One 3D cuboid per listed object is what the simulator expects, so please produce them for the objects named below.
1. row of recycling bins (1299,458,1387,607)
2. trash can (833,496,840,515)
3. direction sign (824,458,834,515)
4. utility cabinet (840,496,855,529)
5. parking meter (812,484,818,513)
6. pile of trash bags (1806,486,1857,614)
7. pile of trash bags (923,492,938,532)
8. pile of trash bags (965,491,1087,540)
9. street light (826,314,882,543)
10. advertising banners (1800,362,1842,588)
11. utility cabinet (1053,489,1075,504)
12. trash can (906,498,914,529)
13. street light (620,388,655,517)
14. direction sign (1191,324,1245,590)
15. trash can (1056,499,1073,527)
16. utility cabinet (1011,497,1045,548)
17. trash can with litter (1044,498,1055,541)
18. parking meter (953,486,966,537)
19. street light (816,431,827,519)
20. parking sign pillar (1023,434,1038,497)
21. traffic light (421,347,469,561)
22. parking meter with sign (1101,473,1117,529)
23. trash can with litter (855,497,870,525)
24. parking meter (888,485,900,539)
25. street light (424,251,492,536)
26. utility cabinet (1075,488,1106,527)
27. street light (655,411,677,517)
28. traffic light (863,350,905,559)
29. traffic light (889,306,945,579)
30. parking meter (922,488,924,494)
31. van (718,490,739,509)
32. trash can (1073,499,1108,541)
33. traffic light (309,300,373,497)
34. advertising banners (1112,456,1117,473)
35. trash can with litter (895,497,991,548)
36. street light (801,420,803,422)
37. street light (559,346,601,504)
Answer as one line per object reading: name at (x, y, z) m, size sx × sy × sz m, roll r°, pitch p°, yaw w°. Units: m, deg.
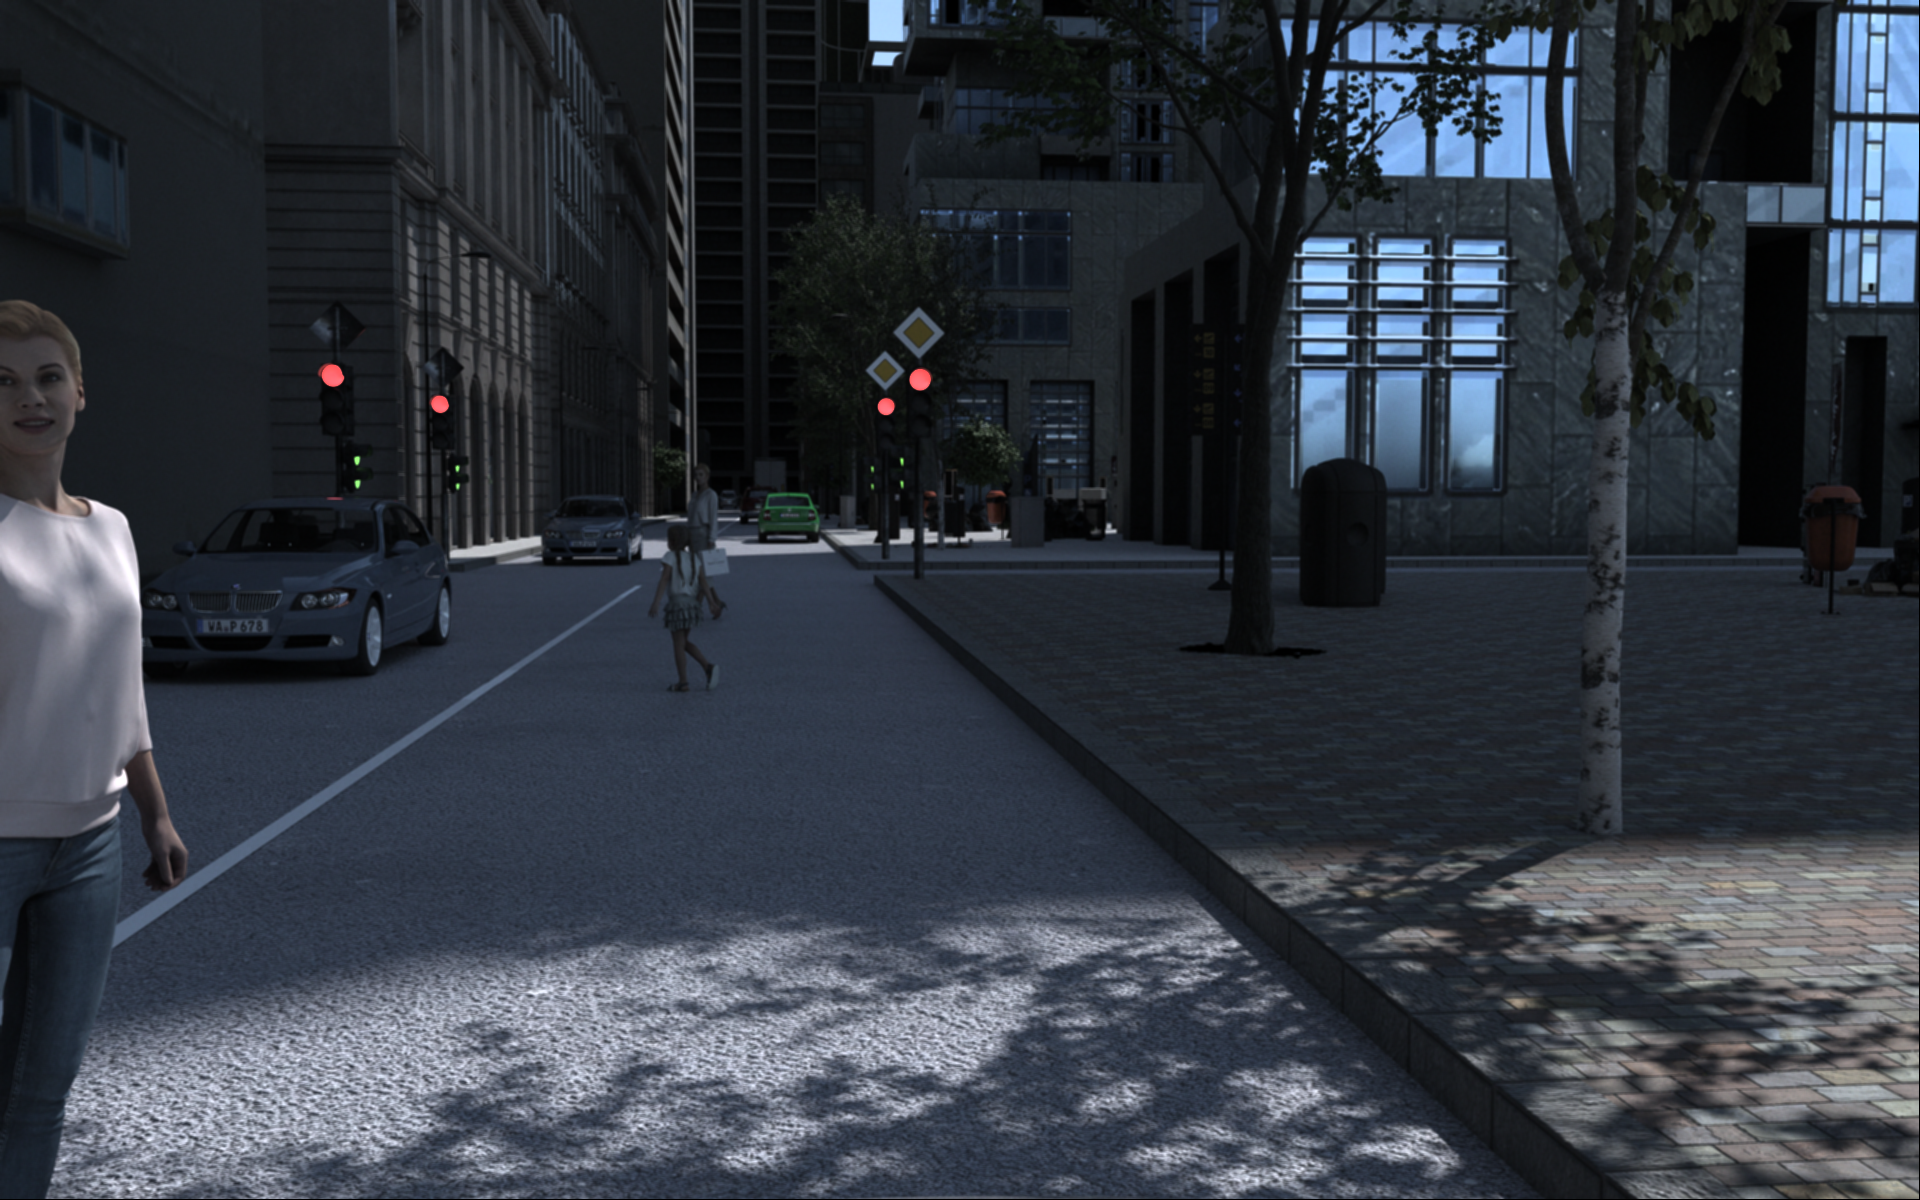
row of recycling bins at (4.699, -0.863, 21.216) m, size 1.069 × 1.692 × 3.534 m, roll 1°, pitch 4°, yaw 15°
trash can at (-7.263, -5.673, 104.405) m, size 0.748 × 1.137 × 0.748 m, roll 0°, pitch 3°, yaw 0°
direction sign at (-8.191, -7.103, 108.134) m, size 0.876 × 3.537 × 0.379 m, roll 3°, pitch 5°, yaw 41°
utility cabinet at (-4.133, -3.222, 63.840) m, size 0.306 × 1.237 × 1.020 m, roll 1°, pitch 4°, yaw 14°
parking meter at (-8.164, -5.619, 97.586) m, size 0.255 × 1.863 × 0.399 m, roll -2°, pitch 4°, yaw -34°
pile of trash bags at (10.708, -0.515, 18.168) m, size 3.447 × 1.369 × 1.912 m, roll 2°, pitch 4°, yaw 23°
pile of trash bags at (-0.366, -3.058, 59.747) m, size 1.912 × 1.369 × 3.447 m, roll -2°, pitch 4°, yaw -32°
pile of trash bags at (2.084, -2.442, 49.684) m, size 3.447 × 1.369 × 1.912 m, roll -3°, pitch 5°, yaw -42°
street light at (-2.634, -4.428, 44.939) m, size 1.470 × 5.913 × 1.316 m, roll 0°, pitch 4°, yaw -6°
advertising banners at (11.923, -1.700, 23.983) m, size 0.090 × 3.025 × 2.074 m, roll 1°, pitch 4°, yaw 16°
utility cabinet at (4.487, -4.116, 75.976) m, size 1.173 × 1.500 × 0.318 m, roll -1°, pitch 4°, yaw -22°
trash can at (-1.641, -3.229, 64.452) m, size 0.748 × 1.137 × 0.748 m, roll 0°, pitch 3°, yaw 0°
street light at (-14.241, -6.305, 75.629) m, size 1.470 × 5.913 × 1.316 m, roll 0°, pitch 4°, yaw -6°
direction sign at (3.514, -1.904, 23.129) m, size 0.876 × 3.537 × 0.379 m, roll 0°, pitch 4°, yaw -4°
trash can at (3.367, -2.614, 54.397) m, size 0.748 × 1.137 × 0.748 m, roll 0°, pitch 3°, yaw 0°
utility cabinet at (1.625, -1.865, 41.661) m, size 0.306 × 1.237 × 1.020 m, roll 3°, pitch 4°, yaw 37°
trash can with litter at (2.088, -2.178, 47.000) m, size 0.624 × 1.170 × 1.055 m, roll -3°, pitch 5°, yaw -40°
parking meter at (-0.030, -2.635, 51.494) m, size 0.372 × 1.533 × 0.369 m, roll 0°, pitch 3°, yaw 0°
street light at (-5.112, -5.745, 66.467) m, size 1.470 × 5.913 × 1.316 m, roll 0°, pitch 4°, yaw -6°
parking sign pillar at (3.170, -5.454, 77.646) m, size 1.447 × 3.967 × 1.447 m, roll 1°, pitch 4°, yaw 14°
traffic light at (-9.846, -2.702, 33.099) m, size 0.839 × 4.253 × 0.868 m, roll 0°, pitch 4°, yaw -6°
parking meter with sign at (5.930, -4.139, 63.939) m, size 1.738 × 3.016 × 0.543 m, roll 1°, pitch 4°, yaw 9°
trash can with litter at (-3.950, -3.717, 72.159) m, size 0.624 × 1.170 × 1.055 m, roll 2°, pitch 4°, yaw 26°
parking meter at (-1.892, -2.488, 49.084) m, size 0.372 × 1.533 × 0.369 m, roll 0°, pitch 3°, yaw 0°
street light at (-9.665, -3.713, 33.255) m, size 1.470 × 5.913 × 1.316 m, roll 0°, pitch 4°, yaw -6°
utility cabinet at (5.054, -3.524, 66.293) m, size 0.318 × 1.500 × 1.173 m, roll -3°, pitch 5°, yaw -43°
street light at (-16.483, -7.600, 96.807) m, size 1.470 × 5.913 × 1.316 m, roll 0°, pitch 4°, yaw -6°
traffic light at (-1.484, -2.757, 34.001) m, size 0.839 × 4.253 × 0.868 m, roll 0°, pitch 4°, yaw -6°
traffic light at (-0.639, -2.272, 26.060) m, size 0.839 × 4.253 × 0.868 m, roll 0°, pitch 4°, yaw -6°
parking meter at (-1.649, -3.795, 70.466) m, size 0.372 × 1.533 × 0.369 m, roll 0°, pitch 3°, yaw 0°
van at (-22.392, -9.813, 167.460) m, size 2.013 × 2.044 × 4.112 m, roll 0°, pitch 4°, yaw -6°
trash can at (3.711, -2.212, 47.820) m, size 0.748 × 1.137 × 0.748 m, roll 0°, pitch 3°, yaw 0°
traffic light at (-9.002, -2.216, 25.158) m, size 0.839 × 4.253 × 0.868 m, roll 0°, pitch 4°, yaw -6°
advertising banners at (7.392, -5.043, 78.648) m, size 0.090 × 3.025 × 2.074 m, roll -2°, pitch 4°, yaw -25°
trash can with litter at (-0.512, -1.869, 41.617) m, size 2.233 × 1.210 × 1.678 m, roll 2°, pitch 4°, yaw 32°
street light at (-7.286, -7.037, 87.596) m, size 1.470 × 5.913 × 1.316 m, roll 0°, pitch 4°, yaw -6°
street light at (-11.990, -5.013, 54.509) m, size 1.470 × 5.913 × 1.316 m, roll 0°, pitch 4°, yaw -6°
